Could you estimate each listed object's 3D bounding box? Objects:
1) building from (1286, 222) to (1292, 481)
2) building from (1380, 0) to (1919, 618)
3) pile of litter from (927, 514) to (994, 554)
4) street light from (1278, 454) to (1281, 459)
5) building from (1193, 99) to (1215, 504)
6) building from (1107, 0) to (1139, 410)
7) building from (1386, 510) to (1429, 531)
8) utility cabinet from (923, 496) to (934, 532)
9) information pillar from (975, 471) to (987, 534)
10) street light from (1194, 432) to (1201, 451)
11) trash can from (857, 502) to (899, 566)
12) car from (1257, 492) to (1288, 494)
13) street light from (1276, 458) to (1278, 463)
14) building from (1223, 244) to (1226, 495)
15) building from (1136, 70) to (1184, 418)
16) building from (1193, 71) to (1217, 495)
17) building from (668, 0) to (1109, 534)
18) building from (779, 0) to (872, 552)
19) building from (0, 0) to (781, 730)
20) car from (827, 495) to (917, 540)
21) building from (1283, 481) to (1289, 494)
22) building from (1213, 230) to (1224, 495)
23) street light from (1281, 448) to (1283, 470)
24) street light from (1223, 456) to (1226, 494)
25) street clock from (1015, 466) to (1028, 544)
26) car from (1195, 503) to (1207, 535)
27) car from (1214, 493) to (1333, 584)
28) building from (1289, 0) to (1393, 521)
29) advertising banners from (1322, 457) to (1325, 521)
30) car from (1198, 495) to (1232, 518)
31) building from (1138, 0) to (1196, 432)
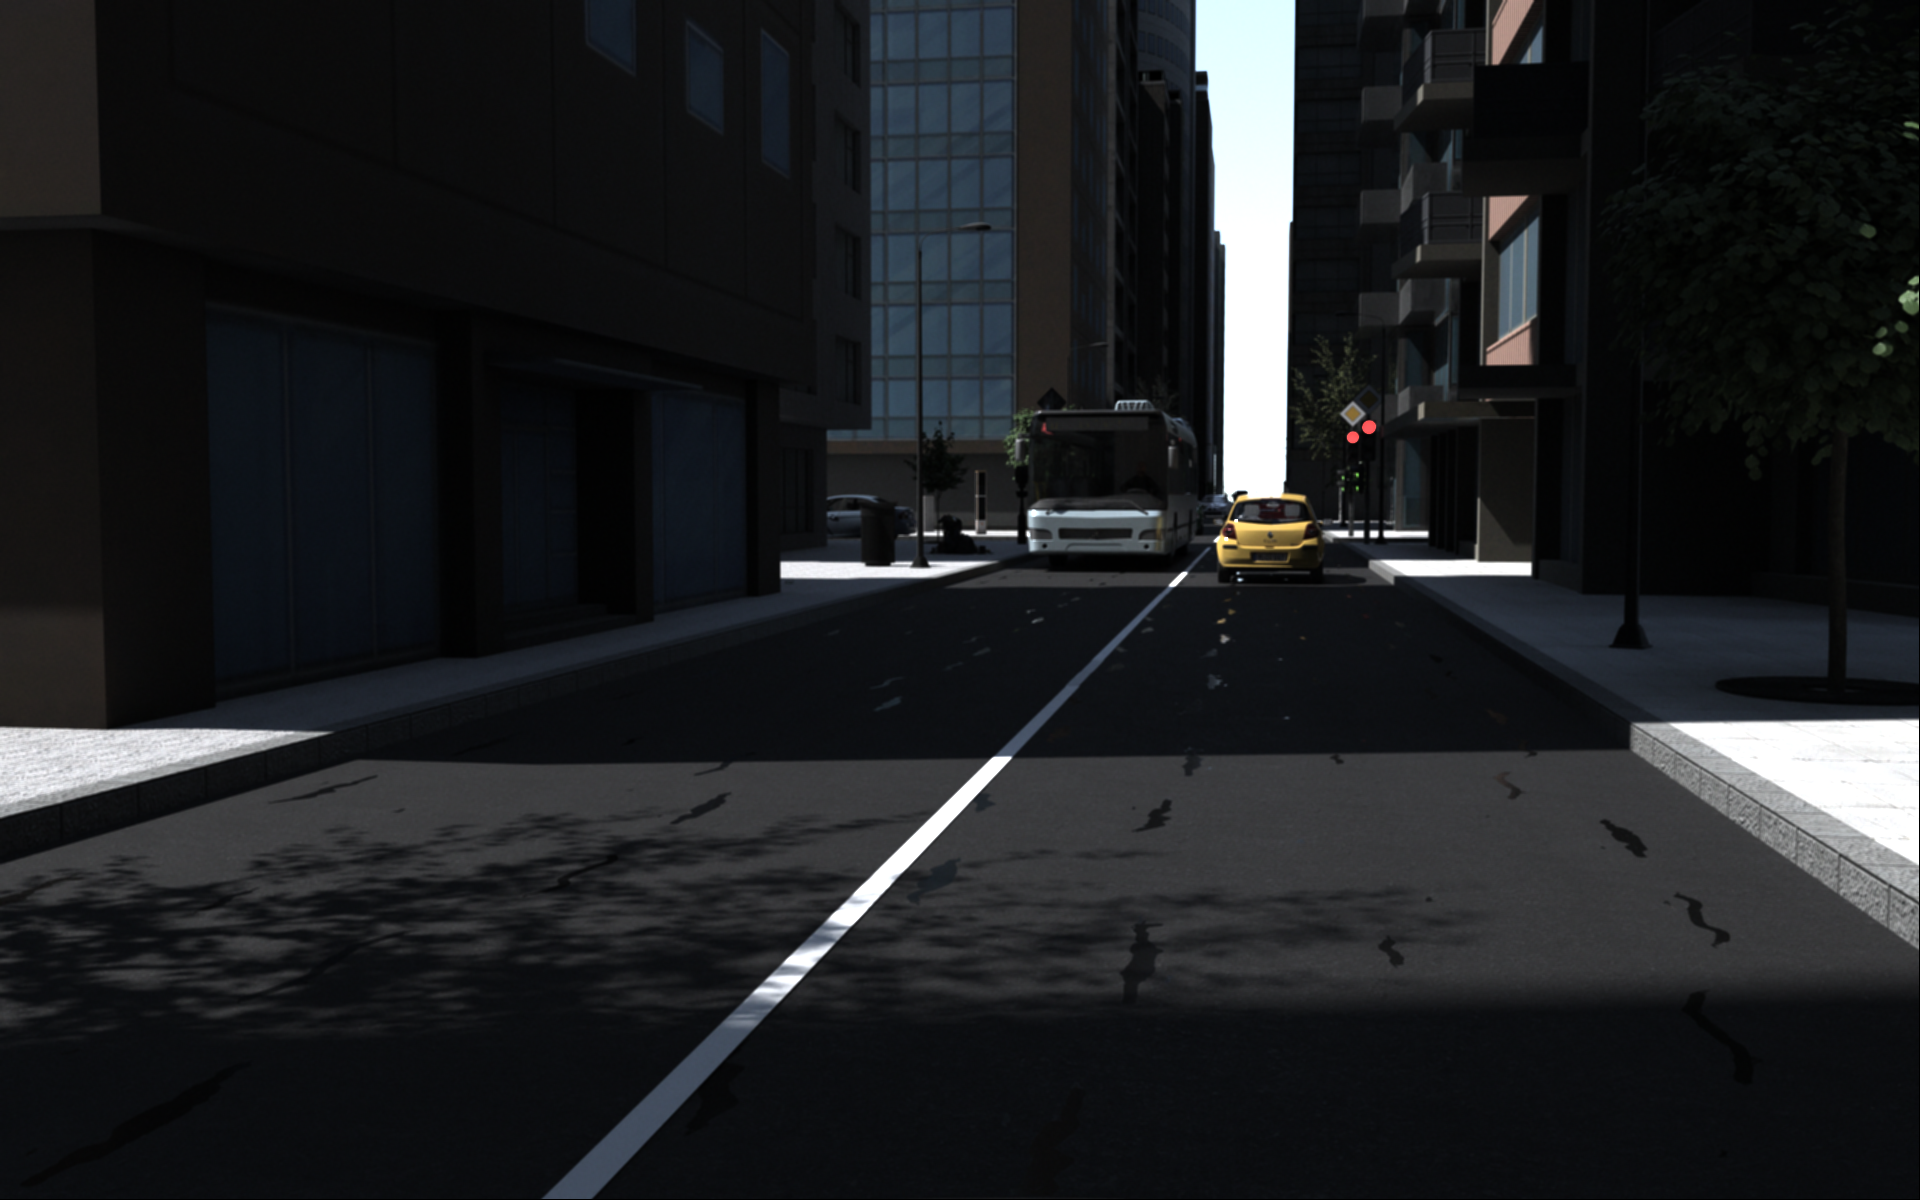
[{"bbox_3d":[58.951,-38.195,274.596,14.600,45.320,14.200,1,4,10],"label":"building"},{"bbox_3d":[18.846,-22.792,27.282,22.147,44.769,28.867,1,4,10],"label":"building"},{"bbox_3d":[-0.080,-1.431,37.364,1.176,0.858,1.719,-3,5,-45],"label":"pile of litter"},{"bbox_3d":[32.683,-12.236,172.595,1.470,5.913,1.316,1,4,10],"label":"street light"},{"bbox_3d":[20.960,-33.268,194.038,14.600,45.320,14.200,1,4,10],"label":"building"},{"bbox_3d":[1.091,-39.925,91.025,20.563,71.187,20.611,1,4,10],"label":"building"},{"bbox_3d":[29.576,-26.968,60.530,30.456,49.044,23.786,1,4,10],"label":"building"},{"bbox_3d":[-1.169,-2.929,59.049,0.306,1.237,1.020,1,4,17],"label":"utility cabinet"},{"bbox_3d":[0.670,-3.095,55.101,0.304,2.012,0.304,-1,4,-11],"label":"information pillar"},{"bbox_3d":[17.243,-9.582,129.204,1.470,5.913,1.316,1,4,10],"label":"street light"},{"bbox_3d":[-1.464,-1.177,30.890,0.748,1.137,0.748,0,3,0],"label":"trash can"},{"bbox_3d":[11.365,-3.305,63.080,2.155,1.783,4.494,1,4,8],"label":"car"},{"bbox_3d":[37.806,-14.013,201.655,1.470,5.913,1.316,1,4,10],"label":"street light"},{"bbox_3d":[35.030,-36.272,276.642,14.154,41.232,14.086,1,4,10],"label":"building"},{"bbox_3d":[8.005,-21.277,119.577,14.160,30.474,14.107,1,4,10],"label":"building"},{"bbox_3d":[24.659,-56.688,239.518,22.319,86.520,31.000,1,4,10],"label":"building"},{"bbox_3d":[-1.799,-25.472,66.577,14.600,45.320,14.200,1,4,10],"label":"building"},{"bbox_3d":[-9.692,-21.747,39.164,14.086,41.232,14.154,1,4,10],"label":"building"},{"bbox_3d":[-9.944,-22.363,15.750,14.600,45.320,14.200,1,4,10],"label":"building"},{"bbox_3d":[-3.510,-2.355,50.509,4.499,1.417,2.014,1,4,11],"label":"car"},{"bbox_3d":[64.336,-34.397,254.278,32.217,40.220,23.993,1,4,10],"label":"building"},{"bbox_3d":[32.071,-35.404,262.451,14.154,41.232,14.086,1,4,10],"label":"building"},{"bbox_3d":[27.603,-10.457,143.518,1.470,5.913,1.316,1,4,10],"label":"street light"},{"bbox_3d":[31.371,-14.570,210.767,1.470,5.913,1.316,1,4,10],"label":"street light"},{"bbox_3d":[1.590,-2.436,44.397,0.358,2.002,0.471,-1,4,-18],"label":"street clock"},{"bbox_3d":[7.767,-3.067,61.943,2.131,1.459,4.920,1,4,9],"label":"car"},{"bbox_3d":[5.272,-1.163,29.234,2.015,1.641,3.980,1,4,11],"label":"car"},{"bbox_3d":[24.155,-24.763,88.463,14.154,41.232,14.086,1,4,10],"label":"building"},{"bbox_3d":[15.787,-4.834,75.231,0.090,3.025,2.074,1,4,12],"label":"advertising banners"},{"bbox_3d":[15.372,-5.631,104.420,2.083,1.381,4.827,1,4,12],"label":"car"},{"bbox_3d":[8.205,-36.724,142.435,21.231,58.520,28.212,1,4,10],"label":"building"}]
